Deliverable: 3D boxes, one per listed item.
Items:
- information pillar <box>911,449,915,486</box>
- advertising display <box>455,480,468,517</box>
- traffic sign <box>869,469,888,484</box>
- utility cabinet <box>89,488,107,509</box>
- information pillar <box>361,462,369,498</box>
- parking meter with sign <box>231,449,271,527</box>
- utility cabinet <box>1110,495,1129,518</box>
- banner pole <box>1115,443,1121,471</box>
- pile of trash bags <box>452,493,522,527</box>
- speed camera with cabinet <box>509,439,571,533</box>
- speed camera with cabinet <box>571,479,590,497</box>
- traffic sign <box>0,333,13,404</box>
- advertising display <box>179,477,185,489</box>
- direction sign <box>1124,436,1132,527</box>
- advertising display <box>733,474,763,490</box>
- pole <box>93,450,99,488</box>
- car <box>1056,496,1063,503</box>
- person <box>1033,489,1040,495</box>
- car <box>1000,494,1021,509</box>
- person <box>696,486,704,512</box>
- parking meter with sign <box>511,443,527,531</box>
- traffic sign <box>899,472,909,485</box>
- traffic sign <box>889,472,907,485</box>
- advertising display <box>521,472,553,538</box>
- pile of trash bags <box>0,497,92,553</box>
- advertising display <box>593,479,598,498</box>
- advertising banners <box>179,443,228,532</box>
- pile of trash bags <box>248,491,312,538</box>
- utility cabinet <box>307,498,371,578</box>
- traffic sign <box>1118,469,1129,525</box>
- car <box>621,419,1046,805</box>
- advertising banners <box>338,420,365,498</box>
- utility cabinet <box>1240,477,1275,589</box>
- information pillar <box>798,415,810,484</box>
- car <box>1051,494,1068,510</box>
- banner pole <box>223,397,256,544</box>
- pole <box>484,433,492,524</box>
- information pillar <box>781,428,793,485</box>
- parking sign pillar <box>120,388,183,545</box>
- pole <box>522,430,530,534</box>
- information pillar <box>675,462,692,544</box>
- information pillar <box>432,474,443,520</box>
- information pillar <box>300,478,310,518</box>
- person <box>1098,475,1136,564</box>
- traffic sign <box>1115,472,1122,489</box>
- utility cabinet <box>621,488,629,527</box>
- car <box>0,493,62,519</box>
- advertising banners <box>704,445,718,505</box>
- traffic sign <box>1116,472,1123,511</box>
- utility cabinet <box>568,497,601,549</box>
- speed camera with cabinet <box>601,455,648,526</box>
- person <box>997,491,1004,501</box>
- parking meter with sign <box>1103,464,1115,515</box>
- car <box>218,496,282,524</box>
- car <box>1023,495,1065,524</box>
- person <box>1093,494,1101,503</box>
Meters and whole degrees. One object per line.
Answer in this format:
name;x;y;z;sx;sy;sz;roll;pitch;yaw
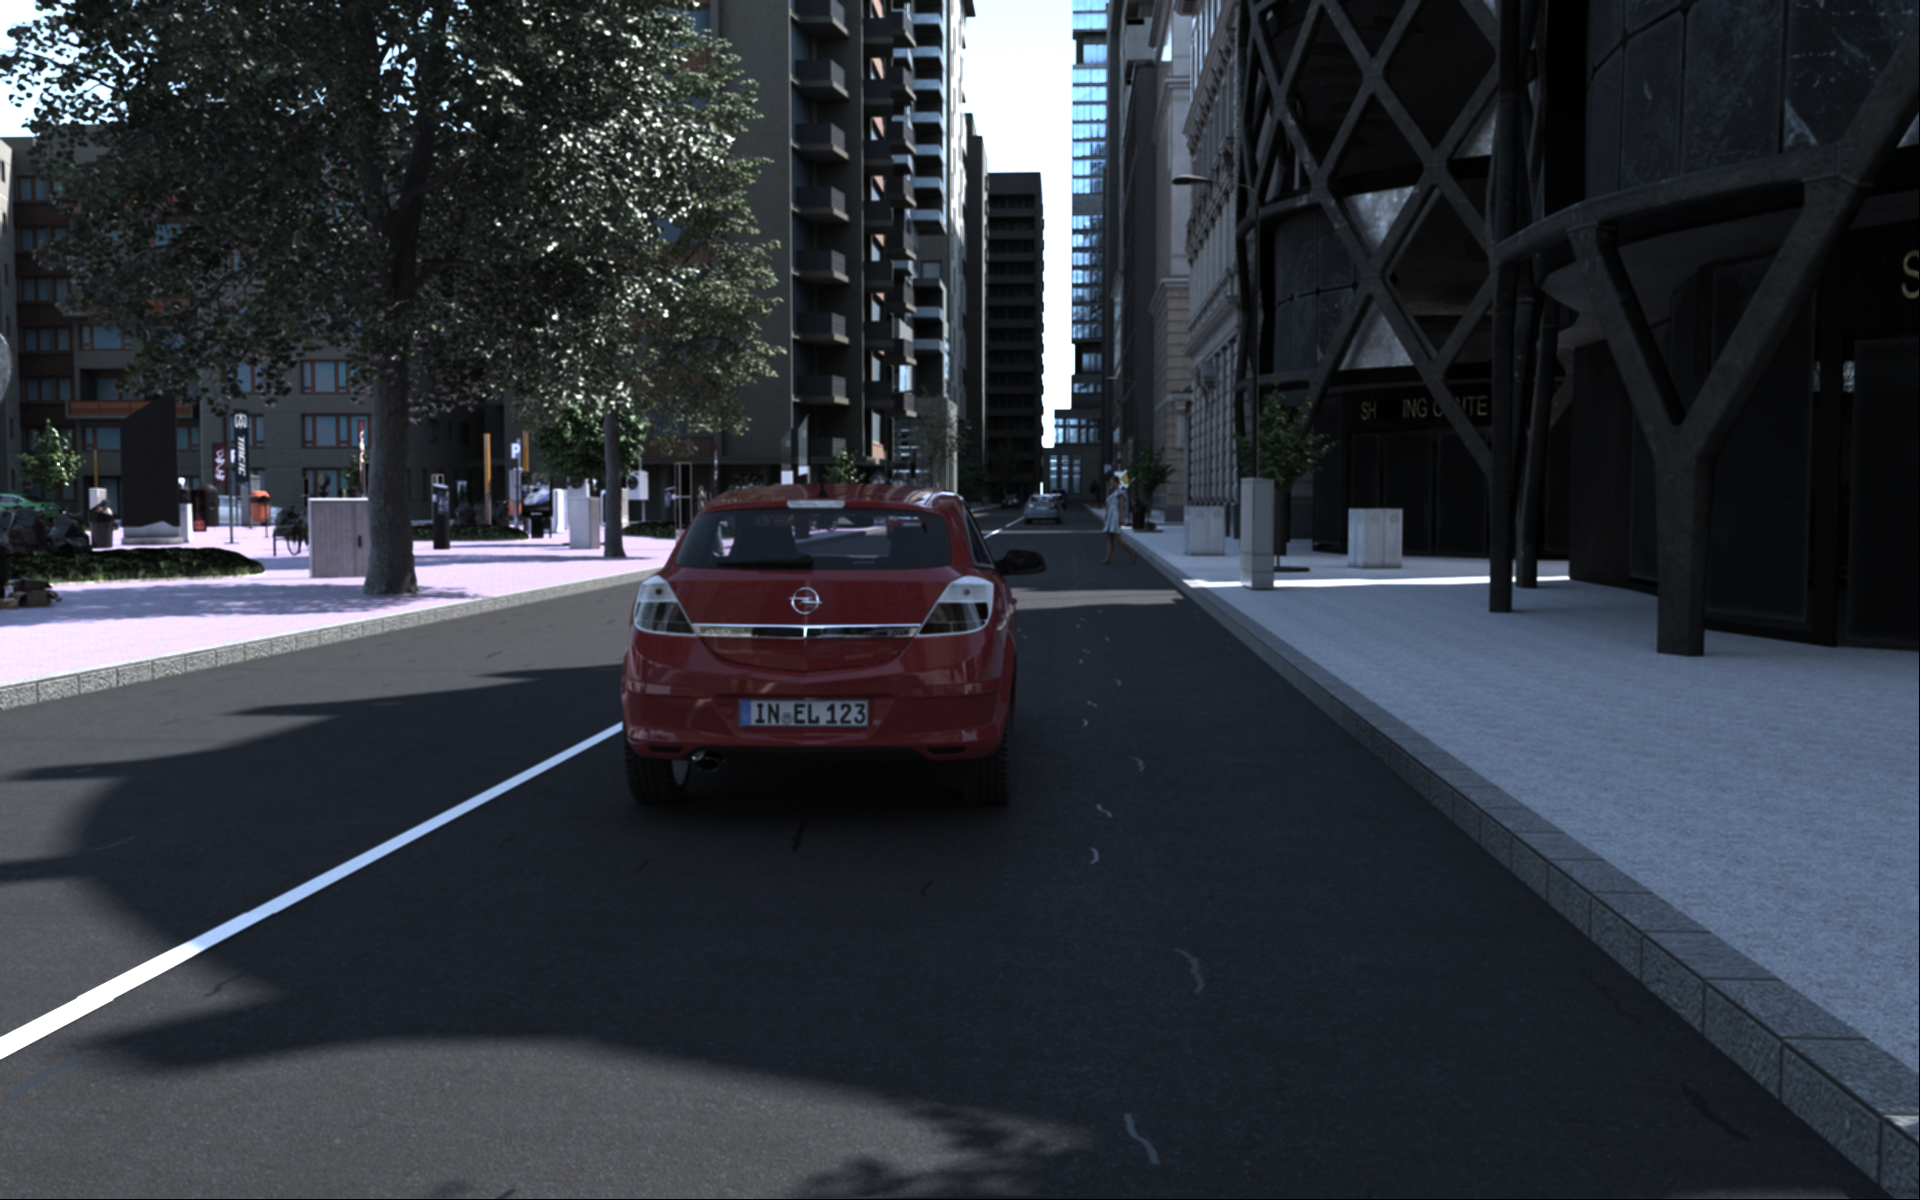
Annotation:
information pillar;-2.459;-6.107;91.200;0.183;3.616;0.504;-1;4;-22
advertising display;-22.646;-4.492;78.657;0.123;1.923;0.974;1;4;12
traffic sign;-3.294;-4.050;69.864;0.795;2.450;0.064;0;4;4
utility cabinet;-32.524;-3.469;65.404;0.318;1.500;1.173;-1;4;-11
information pillar;-13.363;-2.125;39.234;0.304;2.012;0.304;-2;4;-28
parking meter with sign;-27.789;-4.382;67.900;0.543;3.016;1.738;1;4;18
utility cabinet;8.631;-5.034;93.475;1.020;1.237;0.306;-1;4;-16
banner pole;7.697;-5.783;84.571;0.401;3.779;0.863;-1;4;-20
pile of trash bags;-18.243;-3.538;67.598;3.447;1.369;1.912;3;4;37
speed camera with cabinet;-15.122;-4.151;62.197;2.038;3.252;0.660;-1;4;-13
speed camera with cabinet;-24.862;-7.307;113.798;2.038;3.252;0.660;1;4;22
traffic sign;-7.018;-0.738;12.177;0.768;2.556;0.104;0;4;7
advertising display;-28.818;-3.593;63.959;0.123;1.923;0.974;0;4;-6
direction sign;6.647;-4.644;67.933;0.379;3.537;0.876;1;4;15
advertising display;-6.763;-3.065;55.324;0.974;1.923;0.123;-2;4;-24
pole;-39.645;-5.240;79.515;0.158;3.312;0.155;0;3;0
car;5.820;-6.325;115.780;2.083;1.381;4.827;0;4;4
person;5.631;-7.313;128.266;0.606;1.804;0.583;-1;4;-14
car;4.868;-9.643;167.447;2.009;1.686;4.222;0;4;3
person;-11.208;-3.993;74.054;0.573;1.790;0.520;-1;4;-11
parking meter with sign;-14.582;-3.874;59.606;0.543;3.016;1.738;2;4;35
traffic sign;-2.680;-4.863;81.634;0.606;2.300;0.079;1;4;10
traffic sign;-2.794;-4.538;77.833;0.795;2.450;0.064;0;4;4
advertising display;-12.273;-2.755;50.259;0.974;1.923;0.123;1;4;17
pile of trash bags;-16.990;-1.258;30.316;1.912;1.369;3.447;1;4;14
advertising display;-13.698;-3.574;63.641;0.123;1.923;0.974;3;4;36
advertising banners;-25.952;-3.836;58.901;2.074;3.025;0.090;-2;4;-23
pile of trash bags;-19.846;-2.581;51.953;1.912;1.369;3.447;2;4;27
utility cabinet;-9.464;-0.947;26.646;1.020;1.237;0.306;-2;4;-32
traffic sign;6.629;-4.011;69.222;0.795;2.450;0.064;0;4;4
car;-0.598;-0.028;9.492;2.155;1.783;4.494;0;4;2
advertising banners;-14.115;-2.697;40.285;0.090;3.025;2.074;0;4;-2
utility cabinet;4.062;-0.914;23.626;0.318;1.500;1.173;0;4;2
information pillar;-4.625;-3.679;51.505;0.183;3.616;0.504;-3;5;-41
car;8.946;-9.188;160.010;2.009;1.686;4.222;0;4;3
banner pole;-18.688;-3.349;44.780;0.401;3.779;0.863;2;4;26
pole;-15.919;-3.946;58.365;0.158;3.312;0.155;0;3;0
information pillar;-6.134;-4.294;61.568;0.504;3.616;0.183;2;4;33
parking sign pillar;-20.493;-3.385;43.821;1.447;3.967;1.447;-1;4;-21
pole;-13.855;-3.757;55.273;0.158;3.312;0.155;0;3;0
information pillar;-6.458;-2.199;40.448;0.304;2.012;0.304;-2;4;-30
information pillar;-19.520;-3.686;64.752;0.304;2.012;0.304;2;4;30
information pillar;-30.228;-4.616;79.958;0.304;2.012;0.304;-3;5;-41
person;3.218;-1.646;35.500;0.778;1.811;0.616;0;4;-5
traffic sign;7.271;-4.656;78.251;0.606;2.300;0.079;0;4;4
utility cabinet;-12.378;-3.319;62.943;0.318;1.500;1.173;1;4;9
car;-42.755;-4.199;77.448;4.718;1.807;1.959;0;4;3
advertising banners;-8.930;-4.034;62.138;0.090;3.025;2.074;-1;4;-21
traffic sign;7.129;-4.498;77.192;0.795;2.450;0.064;0;4;4
utility cabinet;-8.785;-1.798;40.552;0.306;1.237;1.020;-3;5;-40
speed camera with cabinet;-13.367;-4.562;68.927;2.038;3.252;0.660;2;4;31
person;5.694;-13.851;234.599;1.348;1.869;0.705;2;4;25
parking meter with sign;8.758;-6.389;100.724;0.543;3.016;1.738;0;4;-8
car;-31.280;-3.821;74.836;4.827;1.381;2.083;0;4;4
car;4.054;-4.401;83.961;2.014;1.417;4.499;0;4;5
person;18.504;-13.646;232.428;1.217;1.723;0.721;1;4;13
